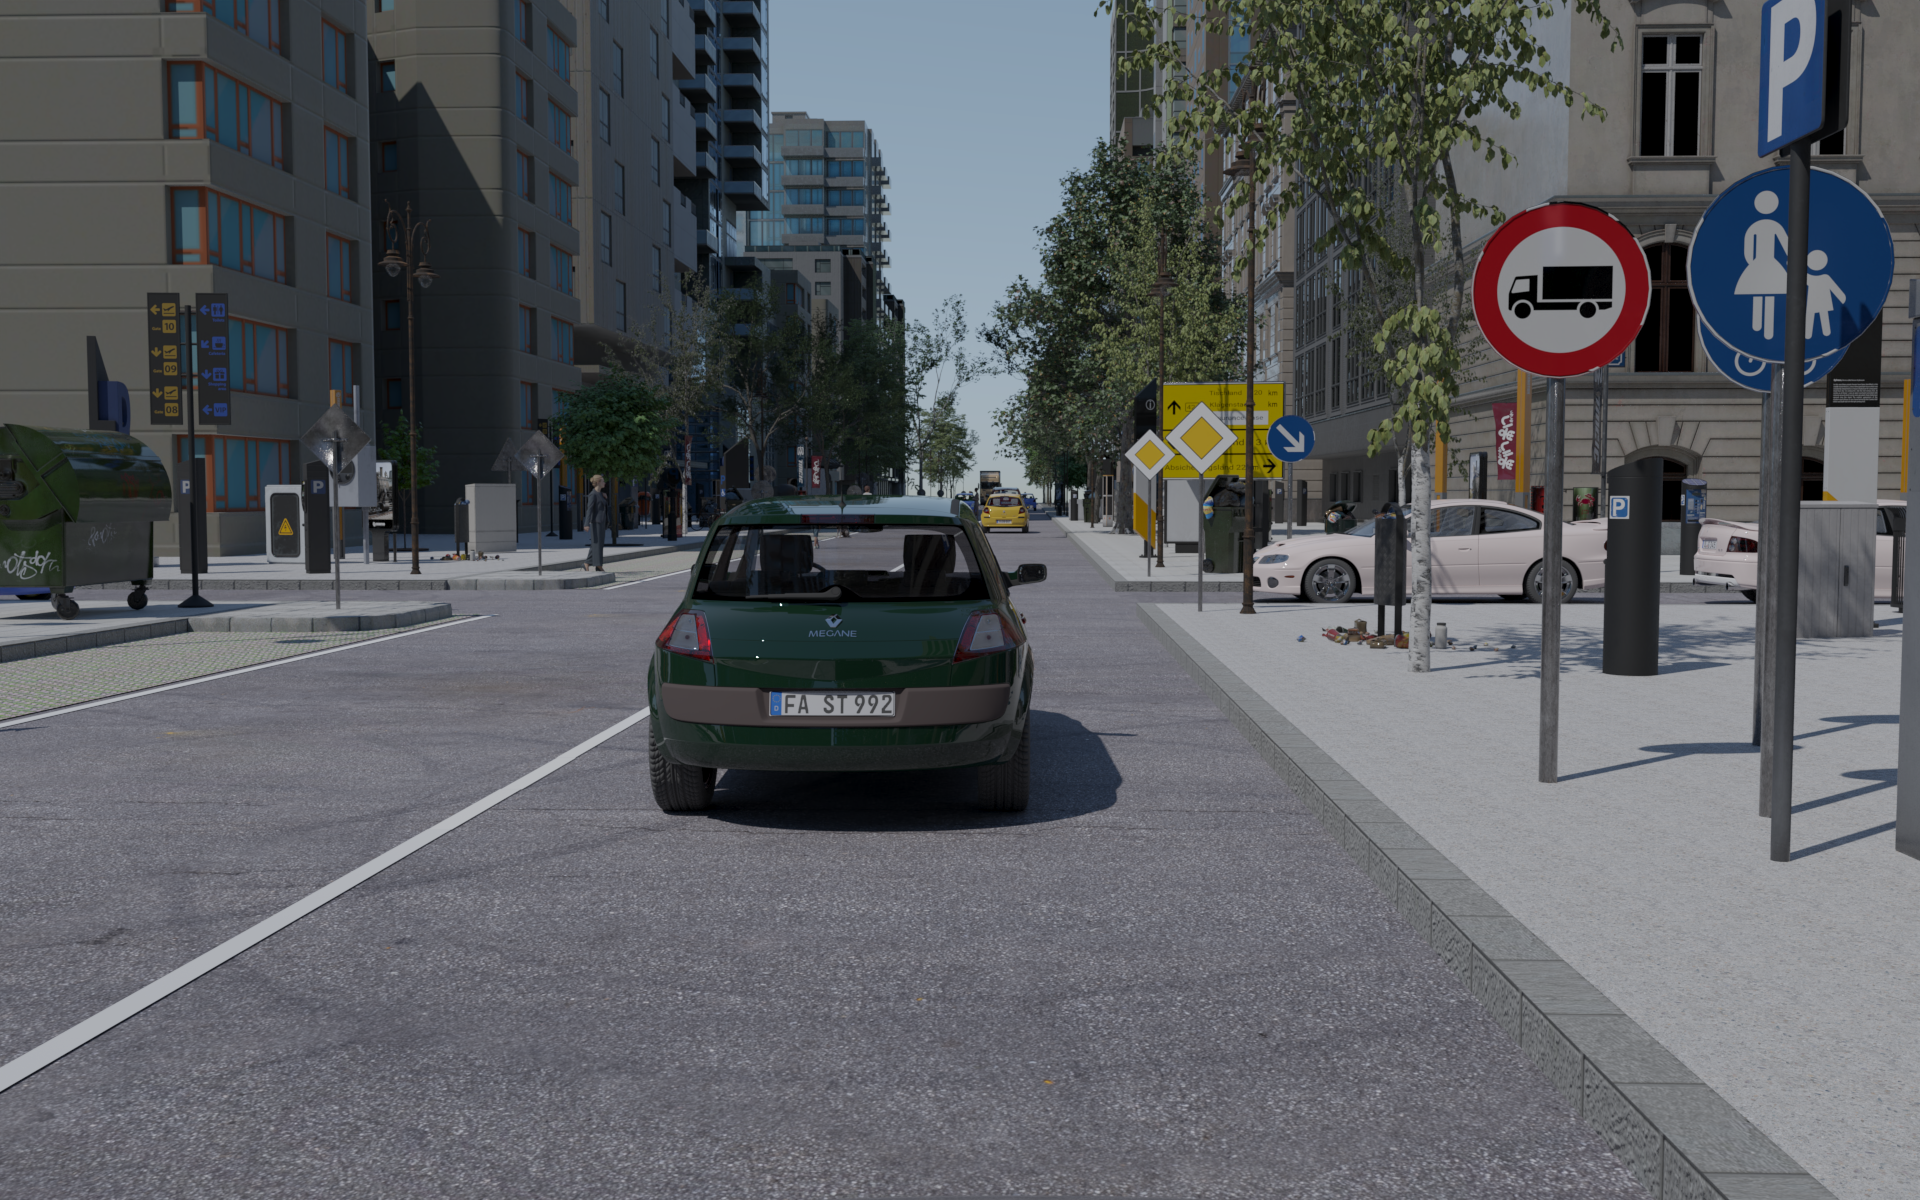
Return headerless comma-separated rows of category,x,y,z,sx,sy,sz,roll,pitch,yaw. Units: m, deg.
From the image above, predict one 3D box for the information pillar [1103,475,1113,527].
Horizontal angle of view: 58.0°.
information pillar,5.764,-3.853,67.487,0.304,2.012,0.304,-2,4,-25

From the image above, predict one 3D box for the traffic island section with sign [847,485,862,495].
traffic island section with sign,-4.674,-4.187,77.085,1.989,1.847,2.006,0,4,2

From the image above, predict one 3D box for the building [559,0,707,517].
building,-28.768,-30.481,87.597,28.713,52.752,27.495,0,4,2

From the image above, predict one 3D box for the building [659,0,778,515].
building,-23.910,-49.176,116.694,22.319,86.520,31.000,0,4,2

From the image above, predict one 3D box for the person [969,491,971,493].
person,0.947,-9.393,162.797,1.217,1.735,0.721,-1,4,-14

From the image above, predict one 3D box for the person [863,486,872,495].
person,-3.595,-3.635,68.502,0.480,1.755,0.524,1,4,16

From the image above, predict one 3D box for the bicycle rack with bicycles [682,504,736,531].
bicycle rack with bicycles,-8.248,-2.871,60.322,2.925,0.926,2.852,-3,5,-44

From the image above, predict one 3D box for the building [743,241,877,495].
building,-17.300,-26.324,202.100,14.160,30.474,14.107,0,4,2

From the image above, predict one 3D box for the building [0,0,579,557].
building,-28.318,-12.510,49.576,27.650,21.520,28.899,0,4,2

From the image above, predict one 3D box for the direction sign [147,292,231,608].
direction sign,-8.679,-1.686,19.564,0.876,3.537,0.379,0,4,-4

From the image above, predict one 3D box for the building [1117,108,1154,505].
building,25.542,-33.723,201.487,14.600,45.320,14.200,0,4,2

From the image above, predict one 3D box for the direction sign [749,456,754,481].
direction sign,-12.534,-6.769,102.671,0.876,3.537,0.379,3,4,37

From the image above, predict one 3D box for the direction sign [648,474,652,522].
direction sign,-13.995,-5.288,78.449,0.379,3.537,0.876,-1,4,-15

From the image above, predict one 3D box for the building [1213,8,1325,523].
building,20.435,-17.827,88.738,12.463,27.353,25.104,0,4,2

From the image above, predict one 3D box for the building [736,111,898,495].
building,-20.543,-36.961,223.917,23.786,49.044,30.456,0,4,2

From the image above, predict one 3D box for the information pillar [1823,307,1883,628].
information pillar,8.540,-1.541,16.555,0.504,3.616,0.183,0,4,2

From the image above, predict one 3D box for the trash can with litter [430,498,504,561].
trash can with litter,-9.557,-1.405,34.033,1.678,1.210,2.233,0,4,2

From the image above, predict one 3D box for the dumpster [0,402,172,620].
dumpster,-9.535,-0.968,18.326,1.502,2.255,1.985,0,4,2

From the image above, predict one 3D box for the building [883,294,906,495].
building,-15.230,-29.086,247.249,14.160,30.474,14.107,0,4,2

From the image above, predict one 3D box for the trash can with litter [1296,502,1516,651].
trash can with litter,3.753,-0.249,15.134,1.678,1.210,2.233,0,4,-2

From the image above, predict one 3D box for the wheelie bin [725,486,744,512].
wheelie bin,-8.359,-3.432,64.027,0.693,1.594,0.980,-1,4,-12

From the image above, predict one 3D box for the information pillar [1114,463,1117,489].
information pillar,9.030,-6.762,101.921,0.183,3.616,0.504,-2,4,-33

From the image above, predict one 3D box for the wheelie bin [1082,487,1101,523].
wheelie bin,5.928,-4.280,77.882,0.693,1.594,0.980,-3,5,-43

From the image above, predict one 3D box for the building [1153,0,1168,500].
building,27.729,-37.431,154.000,21.231,58.520,28.212,0,4,2

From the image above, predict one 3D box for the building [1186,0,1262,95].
building,23.066,-28.693,119.248,14.600,45.320,14.200,0,4,2

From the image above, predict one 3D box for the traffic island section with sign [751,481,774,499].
traffic island section with sign,-5.724,-2.535,50.071,1.989,1.847,2.006,0,4,2

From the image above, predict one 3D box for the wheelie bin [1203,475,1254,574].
wheelie bin,4.368,-1.241,28.195,0.693,1.594,0.980,3,5,41

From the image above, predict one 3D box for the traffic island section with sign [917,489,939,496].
traffic island section with sign,-2.753,-7.163,125.736,1.989,1.847,2.006,0,4,2

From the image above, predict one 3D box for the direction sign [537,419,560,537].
direction sign,-12.354,-3.689,52.320,0.379,3.537,0.876,3,5,43

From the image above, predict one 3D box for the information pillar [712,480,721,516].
information pillar,-12.578,-5.196,89.439,0.304,2.012,0.304,3,5,39

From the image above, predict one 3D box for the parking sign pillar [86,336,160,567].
parking sign pillar,-14.818,-2.553,30.219,1.447,3.967,1.447,-1,4,-15

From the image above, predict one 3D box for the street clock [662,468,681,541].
street clock,-7.874,-2.616,47.343,0.358,2.002,0.471,3,5,44

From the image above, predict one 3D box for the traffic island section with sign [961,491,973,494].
traffic island section with sign,1.561,-13.858,235.213,1.989,1.847,2.006,0,4,2

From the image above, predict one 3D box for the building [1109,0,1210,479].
building,29.914,-49.593,249.097,20.563,71.187,20.611,0,4,2

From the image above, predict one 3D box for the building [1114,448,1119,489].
building,31.210,-36.957,223.852,23.786,49.044,30.456,0,4,2

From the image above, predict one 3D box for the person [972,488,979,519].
person,0.829,-5.121,92.563,0.374,1.781,0.599,-1,4,-12

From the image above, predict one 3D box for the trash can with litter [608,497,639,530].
trash can with litter,-11.945,-3.063,61.463,0.624,1.170,1.055,2,4,34

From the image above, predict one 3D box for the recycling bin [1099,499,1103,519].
recycling bin,7.105,-4.629,88.244,0.722,1.027,0.722,-3,5,-41

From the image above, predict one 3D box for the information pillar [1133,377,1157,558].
information pillar,3.722,-2.652,34.712,0.504,3.616,0.183,-2,4,-24

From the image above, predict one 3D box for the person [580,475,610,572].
person,-6.533,-1.350,30.986,0.534,1.772,0.576,-1,4,-13

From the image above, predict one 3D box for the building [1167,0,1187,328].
building,22.789,-27.518,133.511,14.154,41.232,14.086,0,4,2

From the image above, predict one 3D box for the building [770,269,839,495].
building,-25.736,-18.570,148.666,27.650,21.520,28.899,0,4,2

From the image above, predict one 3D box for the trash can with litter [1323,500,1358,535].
trash can with litter,6.552,-1.173,30.564,0.624,1.170,1.055,-1,4,-17

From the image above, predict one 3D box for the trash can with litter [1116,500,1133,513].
trash can with litter,6.583,-3.489,68.425,0.624,1.170,1.055,1,4,19

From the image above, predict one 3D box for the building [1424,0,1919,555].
building,29.628,-13.515,40.060,34.723,24.649,14.460,0,4,2

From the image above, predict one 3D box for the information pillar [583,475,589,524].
information pillar,-13.452,-3.511,61.903,0.304,2.012,0.304,1,4,9

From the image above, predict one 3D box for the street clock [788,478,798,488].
street clock,-7.689,-4.620,80.111,0.471,2.002,0.358,-2,4,-33

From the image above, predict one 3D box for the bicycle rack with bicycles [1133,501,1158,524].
bicycle rack with bicycles,8.848,-3.678,73.519,2.925,0.926,2.852,-3,4,-36

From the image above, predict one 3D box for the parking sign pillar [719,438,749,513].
parking sign pillar,-10.197,-5.498,78.358,1.447,3.967,1.447,-3,5,-43

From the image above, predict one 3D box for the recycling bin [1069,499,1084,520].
recycling bin,5.743,-4.413,84.699,0.722,1.027,0.722,-1,4,-9

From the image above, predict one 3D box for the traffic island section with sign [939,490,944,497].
traffic island section with sign,-1.655,-8.862,153.519,1.989,1.847,2.006,0,4,2

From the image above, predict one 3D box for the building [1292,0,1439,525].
building,21.059,-16.541,63.949,14.314,27.812,24.014,0,4,2
